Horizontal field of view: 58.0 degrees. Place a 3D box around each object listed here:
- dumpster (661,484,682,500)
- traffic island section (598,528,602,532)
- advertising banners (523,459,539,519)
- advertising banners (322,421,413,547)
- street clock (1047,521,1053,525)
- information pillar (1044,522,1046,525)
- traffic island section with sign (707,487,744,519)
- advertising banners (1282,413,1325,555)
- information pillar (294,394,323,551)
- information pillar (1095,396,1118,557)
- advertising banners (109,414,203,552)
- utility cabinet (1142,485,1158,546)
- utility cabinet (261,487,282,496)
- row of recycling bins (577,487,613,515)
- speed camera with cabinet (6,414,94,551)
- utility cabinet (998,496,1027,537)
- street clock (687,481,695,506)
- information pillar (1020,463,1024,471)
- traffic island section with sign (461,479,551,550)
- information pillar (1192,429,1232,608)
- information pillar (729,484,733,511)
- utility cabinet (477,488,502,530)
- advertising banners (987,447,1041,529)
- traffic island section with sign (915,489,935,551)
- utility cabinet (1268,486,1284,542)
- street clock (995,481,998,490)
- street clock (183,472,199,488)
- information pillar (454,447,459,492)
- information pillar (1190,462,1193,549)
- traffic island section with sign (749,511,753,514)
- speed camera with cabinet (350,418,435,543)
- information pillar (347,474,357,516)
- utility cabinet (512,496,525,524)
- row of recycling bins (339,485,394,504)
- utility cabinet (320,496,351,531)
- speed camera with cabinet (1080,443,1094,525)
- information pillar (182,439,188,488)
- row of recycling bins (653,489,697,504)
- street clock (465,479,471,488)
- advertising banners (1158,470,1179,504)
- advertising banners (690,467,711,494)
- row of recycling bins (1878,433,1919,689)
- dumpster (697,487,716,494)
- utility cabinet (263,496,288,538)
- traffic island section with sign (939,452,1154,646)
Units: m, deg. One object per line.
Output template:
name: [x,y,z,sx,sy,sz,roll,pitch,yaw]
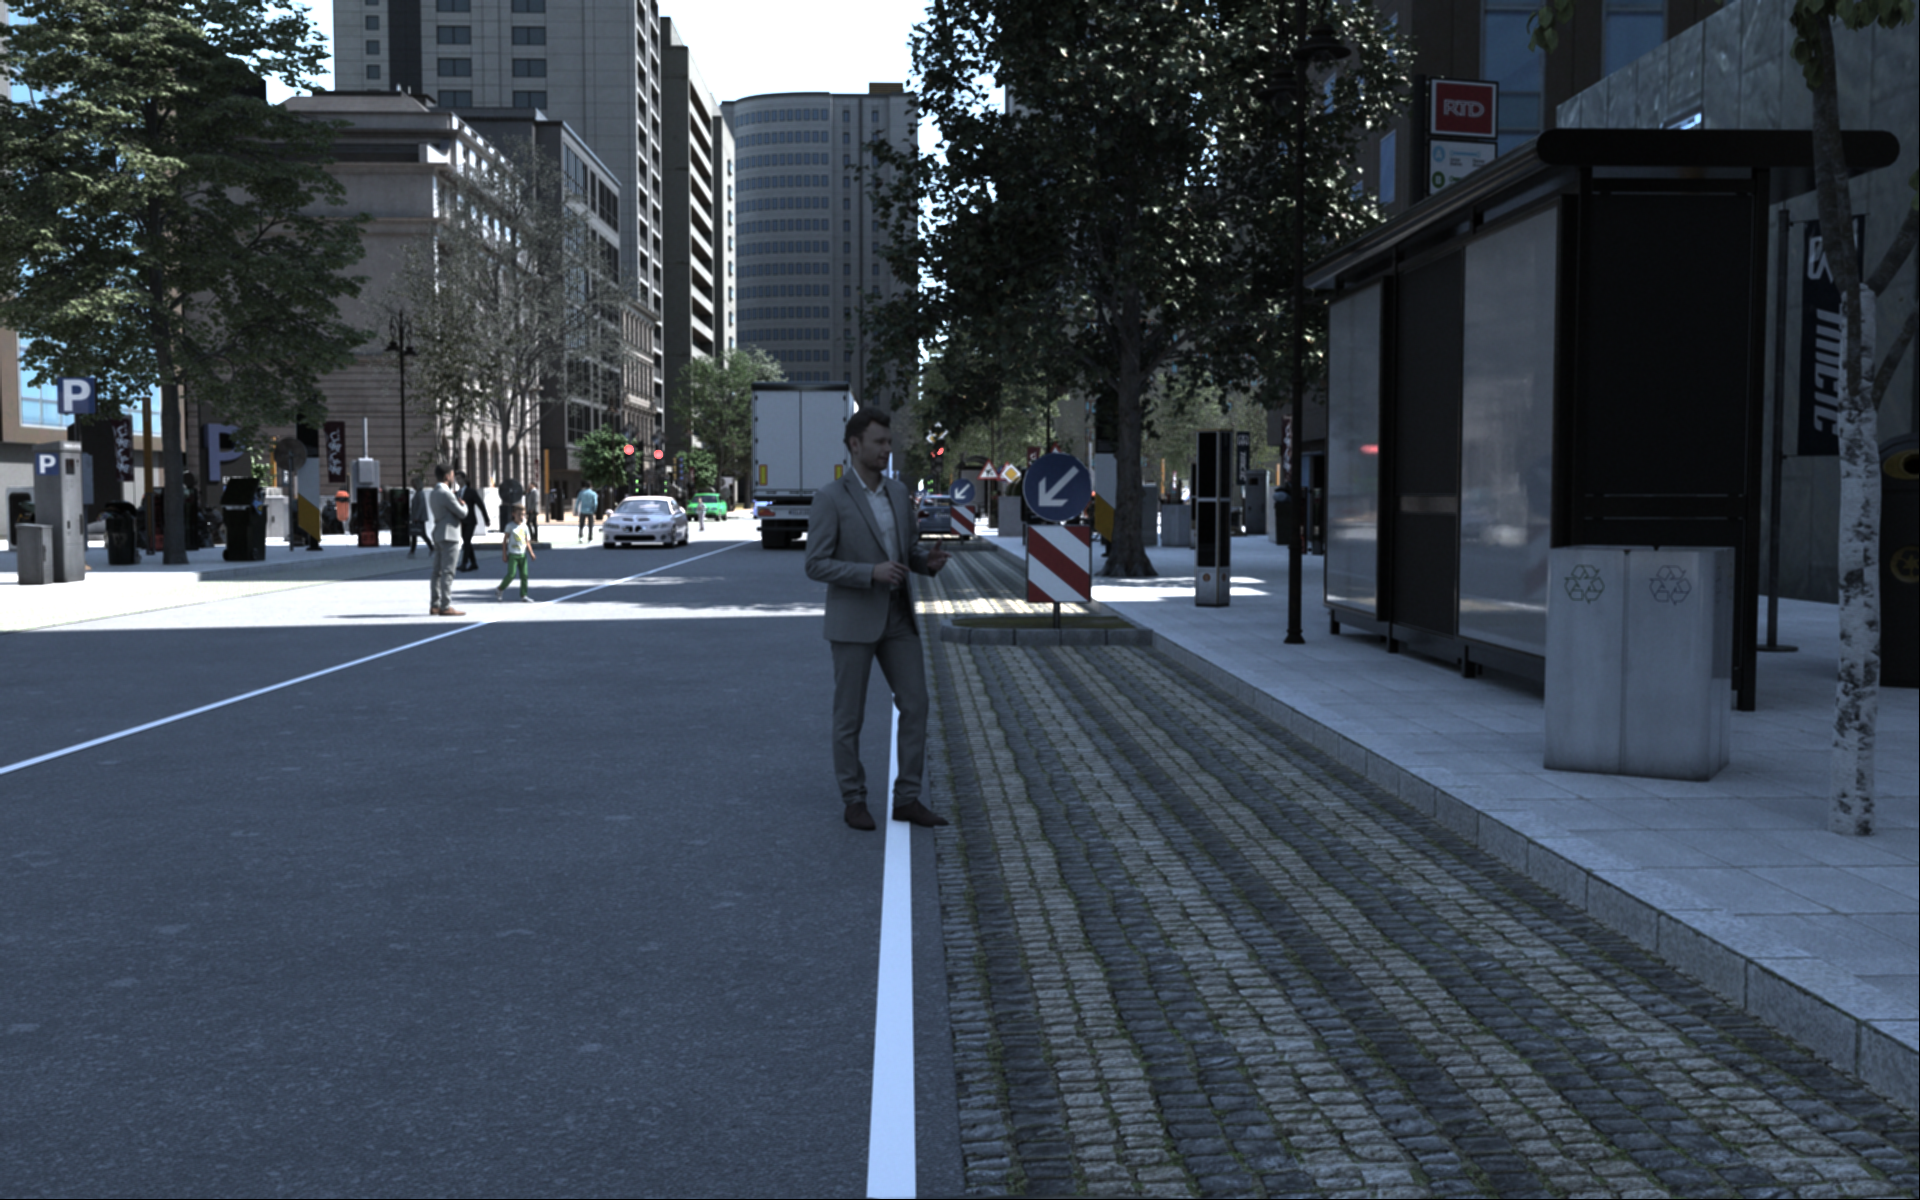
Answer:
dumpster: [-17.468,-6.029,104.337,1.264,1.857,1.865,0,4,-2]
traffic island section: [-12.696,-2.718,66.726,2.009,0.180,2.903,0,4,-2]
advertising banners: [-21.733,-5.590,87.590,0.090,3.025,2.074,-3,4,-39]
advertising banners: [-14.307,-2.795,41.887,2.074,3.025,0.090,-2,4,-25]
street clock: [1.855,-1.868,35.109,0.471,2.002,0.358,1,4,12]
information pillar: [2.772,-2.971,53.068,0.304,2.012,0.304,1,4,18]
traffic island section with sign: [-13.420,-5.546,99.308,1.989,1.847,2.006,0,4,-2]
advertising banners: [7.317,-2.495,36.980,0.090,3.025,2.074,-1,4,-15]
information pillar: [-14.760,-2.930,39.255,0.504,3.616,0.183,-2,4,-28]
information pillar: [3.002,-2.690,35.330,0.504,3.616,0.183,-1,4,-14]
advertising banners: [-17.911,-2.594,38.607,0.090,3.025,2.074,3,4,36]
utility cabinet: [4.295,-2.041,42.049,1.173,1.500,0.318,-3,5,-39]
utility cabinet: [-21.513,-2.775,54.045,0.318,1.500,1.173,0,4,1]
row of recycling bins: [-22.526,-6.109,106.998,1.069,1.692,3.534,-3,5,-45]
speed camera with cabinet: [-20.467,-2.725,38.893,2.038,3.252,0.660,1,4,20]
utility cabinet: [1.661,-2.509,52.181,1.020,1.237,0.306,0,4,4]
street clock: [-15.456,-5.803,99.452,0.358,2.002,0.471,2,4,27]
information pillar: [4.399,-7.954,121.401,0.504,3.616,0.183,-3,5,-40]
traffic island section with sign: [-11.664,-2.210,44.756,1.989,1.847,2.006,0,4,-2]
information pillar: [2.881,-0.930,19.701,0.304,2.012,0.304,3,4,37]
information pillar: [-16.901,-7.566,128.193,0.304,2.012,0.304,1,4,11]
utility cabinet: [-16.432,-3.178,60.647,0.318,1.500,1.173,1,4,21]
advertising banners: [1.990,-4.157,64.147,2.074,3.025,0.090,1,4,18]
traffic island section with sign: [-0.073,-2.172,44.144,1.989,1.847,2.006,0,4,-2]
utility cabinet: [8.453,-2.278,45.917,0.318,1.500,1.173,0,4,-1]
street clock: [2.061,-5.210,89.759,0.471,2.002,0.358,-1,4,-14]
street clock: [-25.167,-3.188,56.687,0.471,2.002,0.358,1,4,16]
information pillar: [-23.487,-5.471,80.809,0.183,3.616,0.504,0,4,0]
information pillar: [5.533,-2.187,40.249,0.304,2.012,0.304,1,4,23]
traffic island section with sign: [-14.289,-7.194,126.250,1.989,1.847,2.006,0,4,-2]
speed camera with cabinet: [-14.890,-3.124,45.415,2.038,3.252,0.660,-2,4,-26]
information pillar: [-21.999,-3.563,62.750,0.304,2.012,0.304,-3,4,-37]
utility cabinet: [-16.385,-3.178,63.121,1.020,1.237,0.306,0,4,8]
row of recycling bins: [-26.160,-4.235,76.353,1.069,1.692,3.534,1,4,15]
utility cabinet: [-21.429,-2.948,59.368,1.020,1.237,0.306,-3,4,-35]
speed camera with cabinet: [4.768,-4.465,67.335,0.660,3.252,2.038,0,4,-4]
information pillar: [-28.330,-4.389,63.116,0.504,3.616,0.183,2,4,23]
row of recycling bins: [-21.920,-7.747,133.776,3.534,1.692,1.069,-1,4,-20]
street clock: [-23.461,-4.773,82.615,0.358,2.002,0.471,-1,4,-13]
advertising banners: [15.330,-8.052,127.831,2.074,3.025,0.090,-3,5,-41]
advertising banners: [-16.443,-6.947,109.764,2.074,3.025,0.090,3,4,38]
row of recycling bins: [7.135,-0.212,10.579,1.069,1.692,3.534,-2,4,-28]
dumpster: [-18.582,-7.403,126.799,1.264,1.857,1.865,0,4,-2]
utility cabinet: [-20.218,-2.404,50.462,1.020,1.237,0.306,-1,4,-21]
traffic island section with sign: [0.796,-0.522,17.166,1.989,1.847,2.006,0,4,-2]
